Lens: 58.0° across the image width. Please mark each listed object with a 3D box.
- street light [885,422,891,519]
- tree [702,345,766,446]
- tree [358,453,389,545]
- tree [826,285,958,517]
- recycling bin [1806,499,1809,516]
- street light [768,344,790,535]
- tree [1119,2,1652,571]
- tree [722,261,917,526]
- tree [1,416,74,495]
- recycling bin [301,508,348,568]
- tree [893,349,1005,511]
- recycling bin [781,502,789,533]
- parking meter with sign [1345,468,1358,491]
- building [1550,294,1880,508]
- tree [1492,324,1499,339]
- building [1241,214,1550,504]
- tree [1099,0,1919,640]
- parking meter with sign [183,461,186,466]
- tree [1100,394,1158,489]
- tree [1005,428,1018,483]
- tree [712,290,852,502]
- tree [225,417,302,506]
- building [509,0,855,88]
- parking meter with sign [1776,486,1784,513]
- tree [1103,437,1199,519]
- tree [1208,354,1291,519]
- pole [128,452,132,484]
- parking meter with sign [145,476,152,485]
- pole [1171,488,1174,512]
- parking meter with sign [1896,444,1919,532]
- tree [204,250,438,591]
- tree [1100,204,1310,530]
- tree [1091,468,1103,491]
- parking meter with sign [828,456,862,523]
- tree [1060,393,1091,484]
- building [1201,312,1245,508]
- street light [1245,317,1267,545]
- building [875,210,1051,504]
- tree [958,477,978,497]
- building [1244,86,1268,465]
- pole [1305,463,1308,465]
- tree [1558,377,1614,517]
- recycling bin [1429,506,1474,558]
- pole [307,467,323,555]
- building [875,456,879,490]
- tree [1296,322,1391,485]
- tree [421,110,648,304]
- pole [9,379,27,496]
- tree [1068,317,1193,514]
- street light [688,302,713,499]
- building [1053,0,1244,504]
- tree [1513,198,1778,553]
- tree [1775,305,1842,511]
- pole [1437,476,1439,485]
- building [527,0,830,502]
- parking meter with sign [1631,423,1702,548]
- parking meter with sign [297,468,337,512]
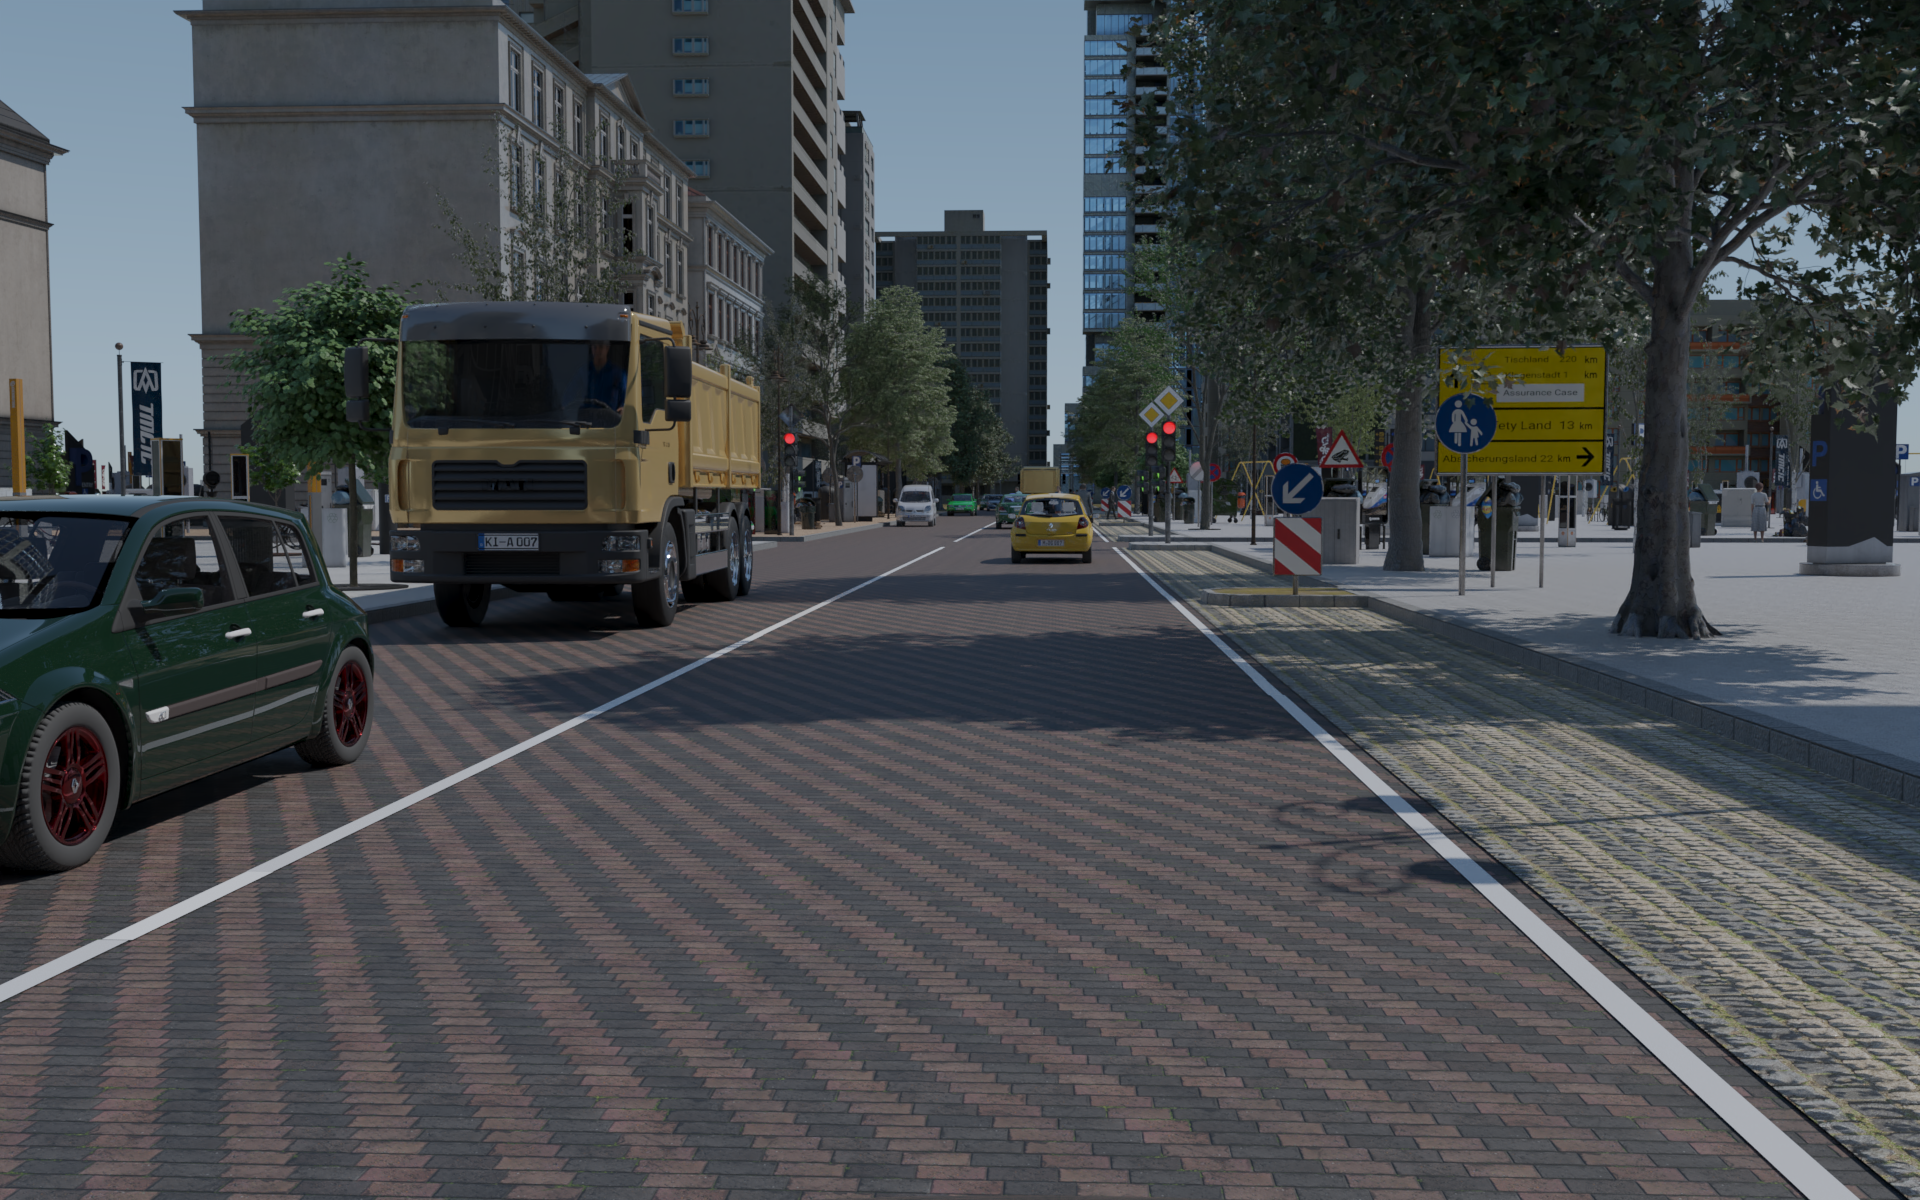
[{"bbox_3d":[-3.674,-7.089,88.699,0.468,5.910,1.993,0,4,3],"label":"street light"},{"bbox_3d":[-11.371,-8.278,85.710,4.737,8.622,4.395,0,3,0],"label":"tree"},{"bbox_3d":[-14.322,-3.000,43.654,1.663,3.219,1.824,0,3,0],"label":"tree"},{"bbox_3d":[-3.757,-10.800,94.706,7.486,12.596,7.792,0,3,0],"label":"tree"},{"bbox_3d":[40.444,-4.245,81.956,0.722,1.027,0.722,2,4,29],"label":"recycling bin"},{"bbox_3d":[-5.606,-4.947,53.664,0.468,5.910,1.993,0,4,3],"label":"street light"},{"bbox_3d":[7.565,-7.463,28.683,9.857,13.997,8.962,0,3,0],"label":"tree"},{"bbox_3d":[-5.176,-8.270,69.629,7.601,10.594,8.767,2,4,26],"label":"tree"},{"bbox_3d":[-22.419,-2.946,42.774,1.663,3.219,1.824,0,3,0],"label":"tree"},{"bbox_3d":[-11.171,-1.095,30.460,0.722,1.027,0.722,-1,4,-16],"label":"recycling bin"},{"bbox_3d":[-1.617,-13.310,134.633,9.611,12.733,9.660,0,3,0],"label":"tree"},{"bbox_3d":[-5.915,-2.705,56.777,0.722,1.027,0.722,0,4,5],"label":"recycling bin"},{"bbox_3d":[20.688,-5.669,88.946,1.738,3.016,0.543,2,4,25],"label":"parking meter with sign"},{"bbox_3d":[73.373,-20.261,176.305,28.899,21.520,27.650,0,4,3],"label":"building"},{"bbox_3d":[20.182,-7.015,65.056,4.360,8.622,3.978,0,3,0],"label":"tree"},{"bbox_3d":[33.820,-42.695,136.307,20.563,71.187,20.611,0,4,3],"label":"building"},{"bbox_3d":[6.374,-6.013,15.318,9.611,12.733,9.660,0,3,0],"label":"tree"},{"bbox_3d":[-41.350,-5.863,92.123,0.543,3.016,1.738,-1,4,-18],"label":"parking meter with sign"},{"bbox_3d":[11.932,-10.327,119.208,4.737,8.622,4.395,0,3,0],"label":"tree"},{"bbox_3d":[0.091,-15.628,172.523,9.611,12.733,9.660,0,3,0],"label":"tree"},{"bbox_3d":[-6.435,-6.829,62.009,4.360,8.622,3.978,0,3,0],"label":"tree"},{"bbox_3d":[-14.299,-2.521,35.820,1.663,3.219,1.824,0,3,0],"label":"tree"},{"bbox_3d":[-25.539,-35.233,165.296,28.713,52.752,27.495,0,4,3],"label":"building"},{"bbox_3d":[54.287,-7.239,114.619,0.543,3.016,1.738,1,4,21],"label":"parking meter with sign"},{"bbox_3d":[10.567,-6.457,89.279,4.285,4.588,4.351,0,3,0],"label":"tree"},{"bbox_3d":[14.987,-8.467,88.805,4.360,8.622,3.978,0,3,0],"label":"tree"},{"bbox_3d":[-39.877,-5.470,83.276,0.158,3.312,0.155,0,3,0],"label":"pole"},{"bbox_3d":[-57.936,-7.874,125.000,1.738,3.016,0.543,2,4,27],"label":"parking meter with sign"},{"bbox_3d":[15.053,-7.882,122.714,0.158,3.312,0.155,0,3,0],"label":"pole"},{"bbox_3d":[32.564,-3.861,59.390,0.543,3.016,1.738,0,4,5],"label":"parking meter with sign"},{"bbox_3d":[-8.330,-2.428,23.405,4.285,4.588,4.351,0,3,0],"label":"tree"},{"bbox_3d":[8.755,-8.297,61.407,9.928,11.665,9.643,0,3,0],"label":"tree"},{"bbox_3d":[14.298,-10.709,158.812,4.285,4.588,4.351,0,3,0],"label":"tree"},{"bbox_3d":[-5.225,-5.033,78.553,0.543,3.016,1.738,3,5,39],"label":"parking meter with sign"},{"bbox_3d":[16.330,-17.549,193.577,9.857,13.997,8.962,0,3,0],"label":"tree"},{"bbox_3d":[39.694,-20.268,176.423,27.650,21.520,28.899,0,4,3],"label":"building"},{"bbox_3d":[7.373,-4.315,43.345,0.468,5.910,1.993,0,4,3],"label":"street light"},{"bbox_3d":[0.492,-33.501,239.627,23.993,40.220,32.217,0,4,3],"label":"building"},{"bbox_3d":[1.375,-14.354,185.045,4.360,8.622,3.978,0,3,0],"label":"tree"},{"bbox_3d":[32.423,-28.816,154.735,14.154,41.232,14.086,0,4,3],"label":"building"},{"bbox_3d":[22.840,-7.369,114.321,0.158,3.312,0.155,0,3,0],"label":"pole"},{"bbox_3d":[35.072,-9.004,97.577,4.737,8.622,4.395,0,3,0],"label":"tree"},{"bbox_3d":[10.059,-1.399,35.421,0.722,1.027,0.722,2,4,33],"label":"recycling bin"},{"bbox_3d":[-10.314,-2.068,27.651,0.158,3.312,0.155,0,3,0],"label":"pole"},{"bbox_3d":[-25.515,-39.678,237.978,27.495,52.752,28.713,0,4,3],"label":"building"},{"bbox_3d":[16.397,-7.493,72.880,4.737,8.622,4.395,0,3,0],"label":"tree"},{"bbox_3d":[-7.803,-5.040,32.772,4.360,8.622,3.978,0,3,0],"label":"tree"},{"bbox_3d":[-16.678,-2.254,30.690,0.158,3.312,0.155,0,3,0],"label":"pole"},{"bbox_3d":[11.280,-11.841,111.724,7.486,12.596,7.792,0,3,0],"label":"tree"},{"bbox_3d":[-6.309,-4.217,41.736,0.468,5.910,1.993,0,4,3],"label":"street light"},{"bbox_3d":[28.048,-56.141,230.574,31.000,86.520,22.319,0,4,3],"label":"building"},{"bbox_3d":[14.414,-5.314,37.246,4.360,8.622,3.978,0,3,0],"label":"tree"},{"bbox_3d":[27.428,-6.485,56.400,4.360,8.622,3.978,0,3,0],"label":"tree"},{"bbox_3d":[33.920,-7.896,122.943,0.158,3.312,0.155,0,3,0],"label":"pole"},{"bbox_3d":[-22.572,-31.581,140.045,21.300,48.544,21.600,0,4,3],"label":"building"},{"bbox_3d":[17.162,-2.798,42.012,0.543,3.016,1.738,-2,4,-30],"label":"parking meter with sign"},{"bbox_3d":[-21.325,-3.756,57.668,0.543,3.016,1.738,1,4,18],"label":"parking meter with sign"}]
